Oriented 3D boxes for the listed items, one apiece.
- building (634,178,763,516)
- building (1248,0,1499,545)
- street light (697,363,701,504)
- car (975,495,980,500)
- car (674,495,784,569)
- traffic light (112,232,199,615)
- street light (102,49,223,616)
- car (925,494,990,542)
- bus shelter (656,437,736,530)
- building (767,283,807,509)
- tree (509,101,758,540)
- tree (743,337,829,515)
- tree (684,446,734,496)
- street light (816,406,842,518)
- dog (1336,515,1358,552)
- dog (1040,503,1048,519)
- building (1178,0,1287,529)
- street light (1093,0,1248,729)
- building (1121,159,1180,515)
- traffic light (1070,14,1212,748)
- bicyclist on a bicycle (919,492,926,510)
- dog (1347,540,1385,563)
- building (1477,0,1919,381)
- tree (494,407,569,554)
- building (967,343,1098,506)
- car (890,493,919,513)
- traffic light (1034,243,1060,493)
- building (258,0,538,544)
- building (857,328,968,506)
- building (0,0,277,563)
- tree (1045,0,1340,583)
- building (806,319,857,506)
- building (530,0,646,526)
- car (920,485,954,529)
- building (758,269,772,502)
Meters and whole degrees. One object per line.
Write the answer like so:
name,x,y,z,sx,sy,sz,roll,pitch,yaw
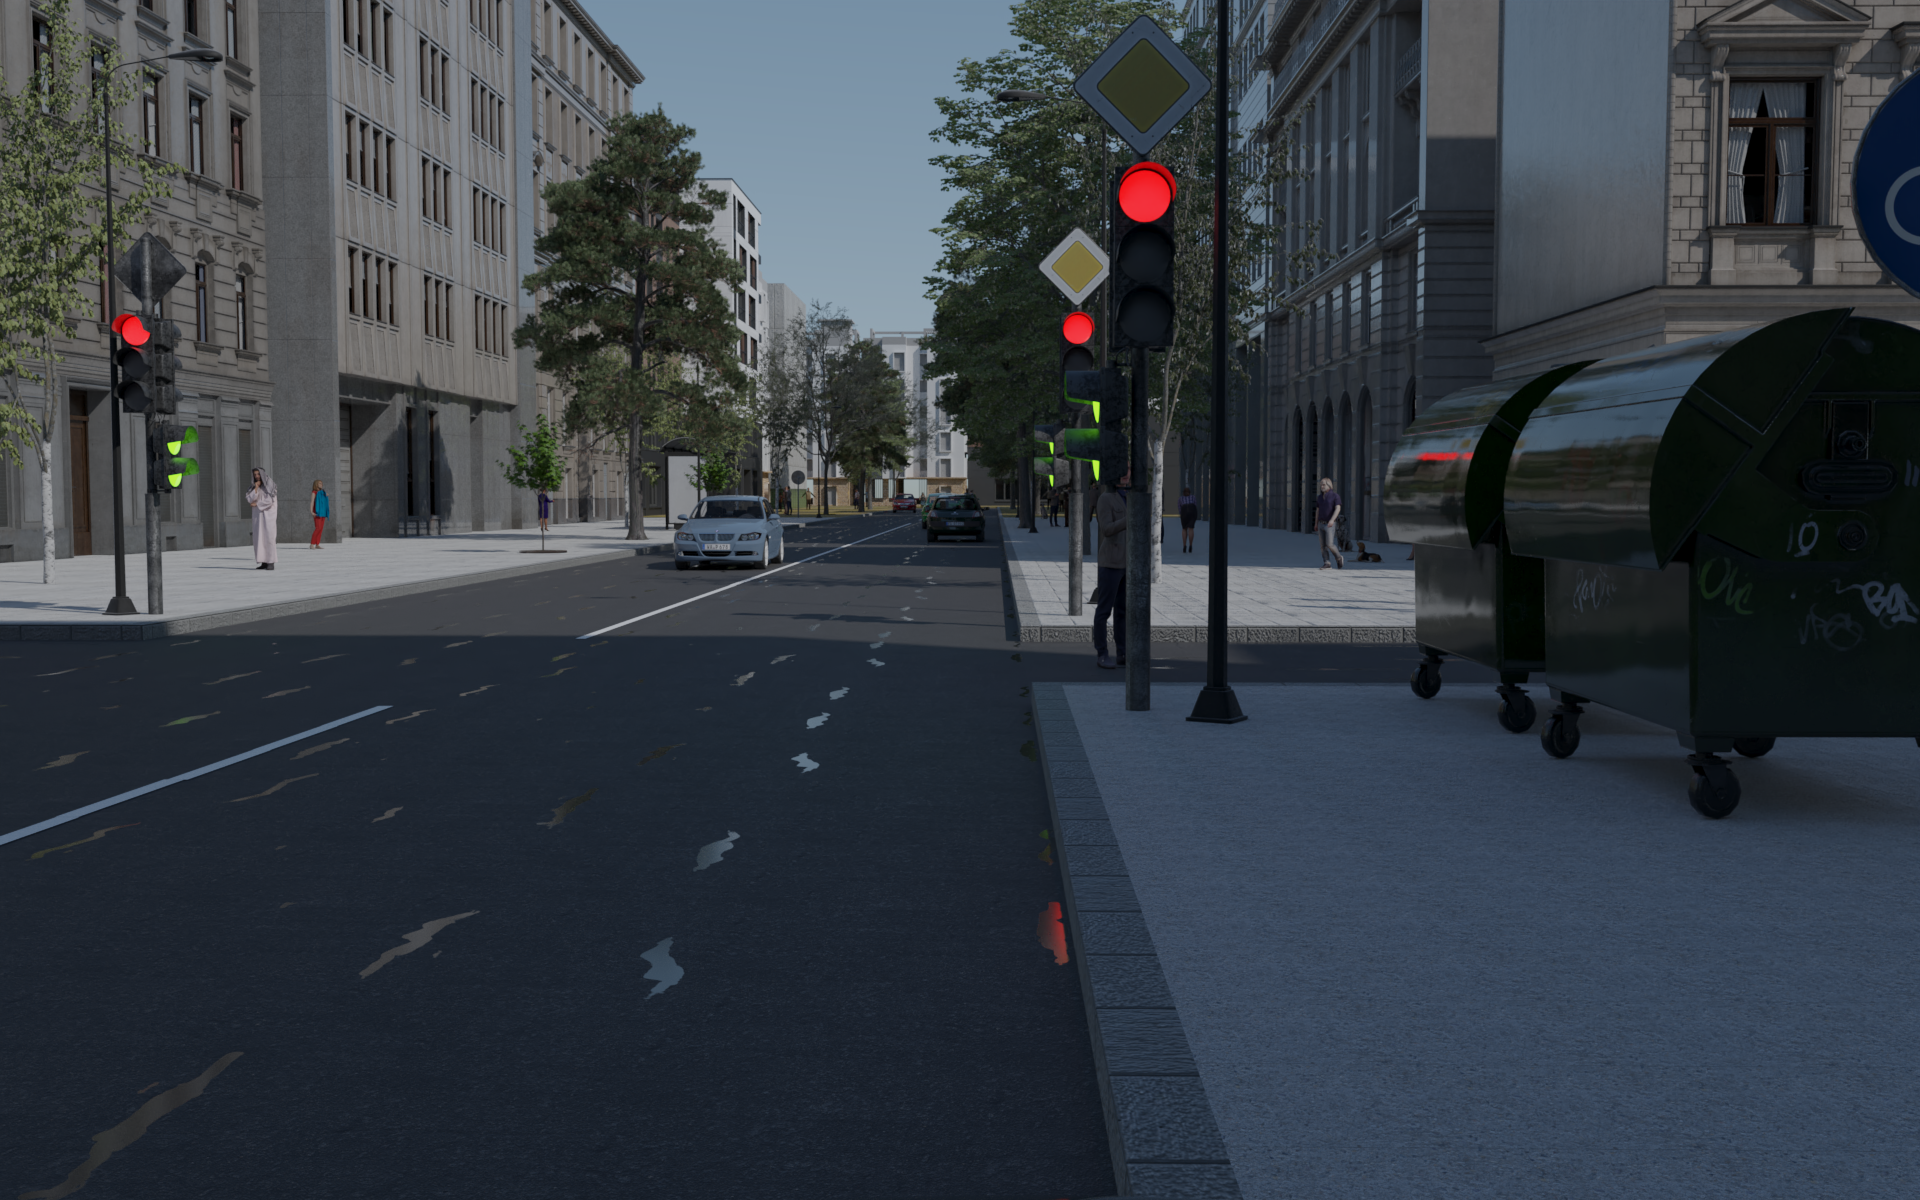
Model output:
building,-28.685,-16.294,110.389,27.936,21.610,32.646,0,4,1
building,16.894,-12.820,51.413,13.314,21.916,24.055,0,4,1
street light,-7.757,-5.041,54.954,1.470,5.913,1.316,0,4,1
car,0.602,-7.928,138.421,1.959,1.807,4.718,0,4,1
car,-4.529,-1.372,34.441,2.014,1.417,4.499,0,4,0
traffic light,-8.560,-1.780,18.352,0.839,4.213,0.868,0,4,1
street light,-8.386,-2.795,18.238,1.470,5.913,1.316,0,4,1
car,-0.102,-2.643,53.005,2.009,1.686,4.222,0,4,1
bus shelter,-9.650,-4.280,63.903,2.014,3.302,5.546,0,4,1
building,-30.281,-17.593,154.108,31.486,18.905,16.747,0,4,1
tree,-9.049,-7.710,48.113,6.751,12.117,7.091,0,3,0
tree,-8.480,-8.056,82.071,4.360,8.622,3.978,0,3,0
tree,-8.457,-3.966,59.447,1.663,3.219,1.824,0,3,0
street light,-6.950,-7.296,91.832,1.470,5.913,1.316,0,4,1
dog,8.635,-1.472,38.440,0.800,0.831,0.513,-1,4,-15
dog,4.276,-4.563,88.977,0.513,0.831,0.800,1,4,13
building,16.914,-18.383,78.058,11.434,29.767,29.804,0,4,1
street light,0.917,-2.271,9.670,1.470,5.913,1.316,0,4,1
building,25.021,-17.005,122.013,27.936,21.610,32.646,0,4,1
traffic light,1.040,-1.281,10.189,0.839,4.213,0.868,0,4,1
bicyclist on a bicycle,-3.330,-8.893,155.420,1.499,1.676,1.625,0,4,2
dog,7.644,-0.907,32.561,0.550,0.427,0.748,0,4,-6
building,19.849,-10.154,30.654,19.286,19.102,10.561,0,4,1
tree,-9.063,-2.647,37.875,1.663,3.219,1.824,0,3,0
building,17.315,-21.687,198.550,32.646,21.610,27.936,0,4,1
car,-4.250,-7.579,132.957,2.155,1.783,4.494,0,4,-1
traffic light,1.200,-1.769,18.173,0.839,4.213,0.868,0,4,1
building,-21.974,-14.446,54.209,12.078,24.808,19.932,0,4,1
building,-4.828,-20.546,192.354,11.380,20.091,16.016,0,4,1
building,-22.359,-11.362,34.918,9.793,20.994,18.267,0,4,1
tree,3.014,-4.553,24.805,4.360,8.622,3.978,0,3,0
building,-17.205,-20.638,193.850,11.380,20.091,16.016,0,4,1
building,-22.458,-17.087,76.629,12.463,27.353,25.104,0,4,1
car,-0.690,-3.889,72.383,1.959,1.807,4.718,0,4,-1
building,-22.668,-16.873,132.292,16.016,20.091,11.380,0,4,1
